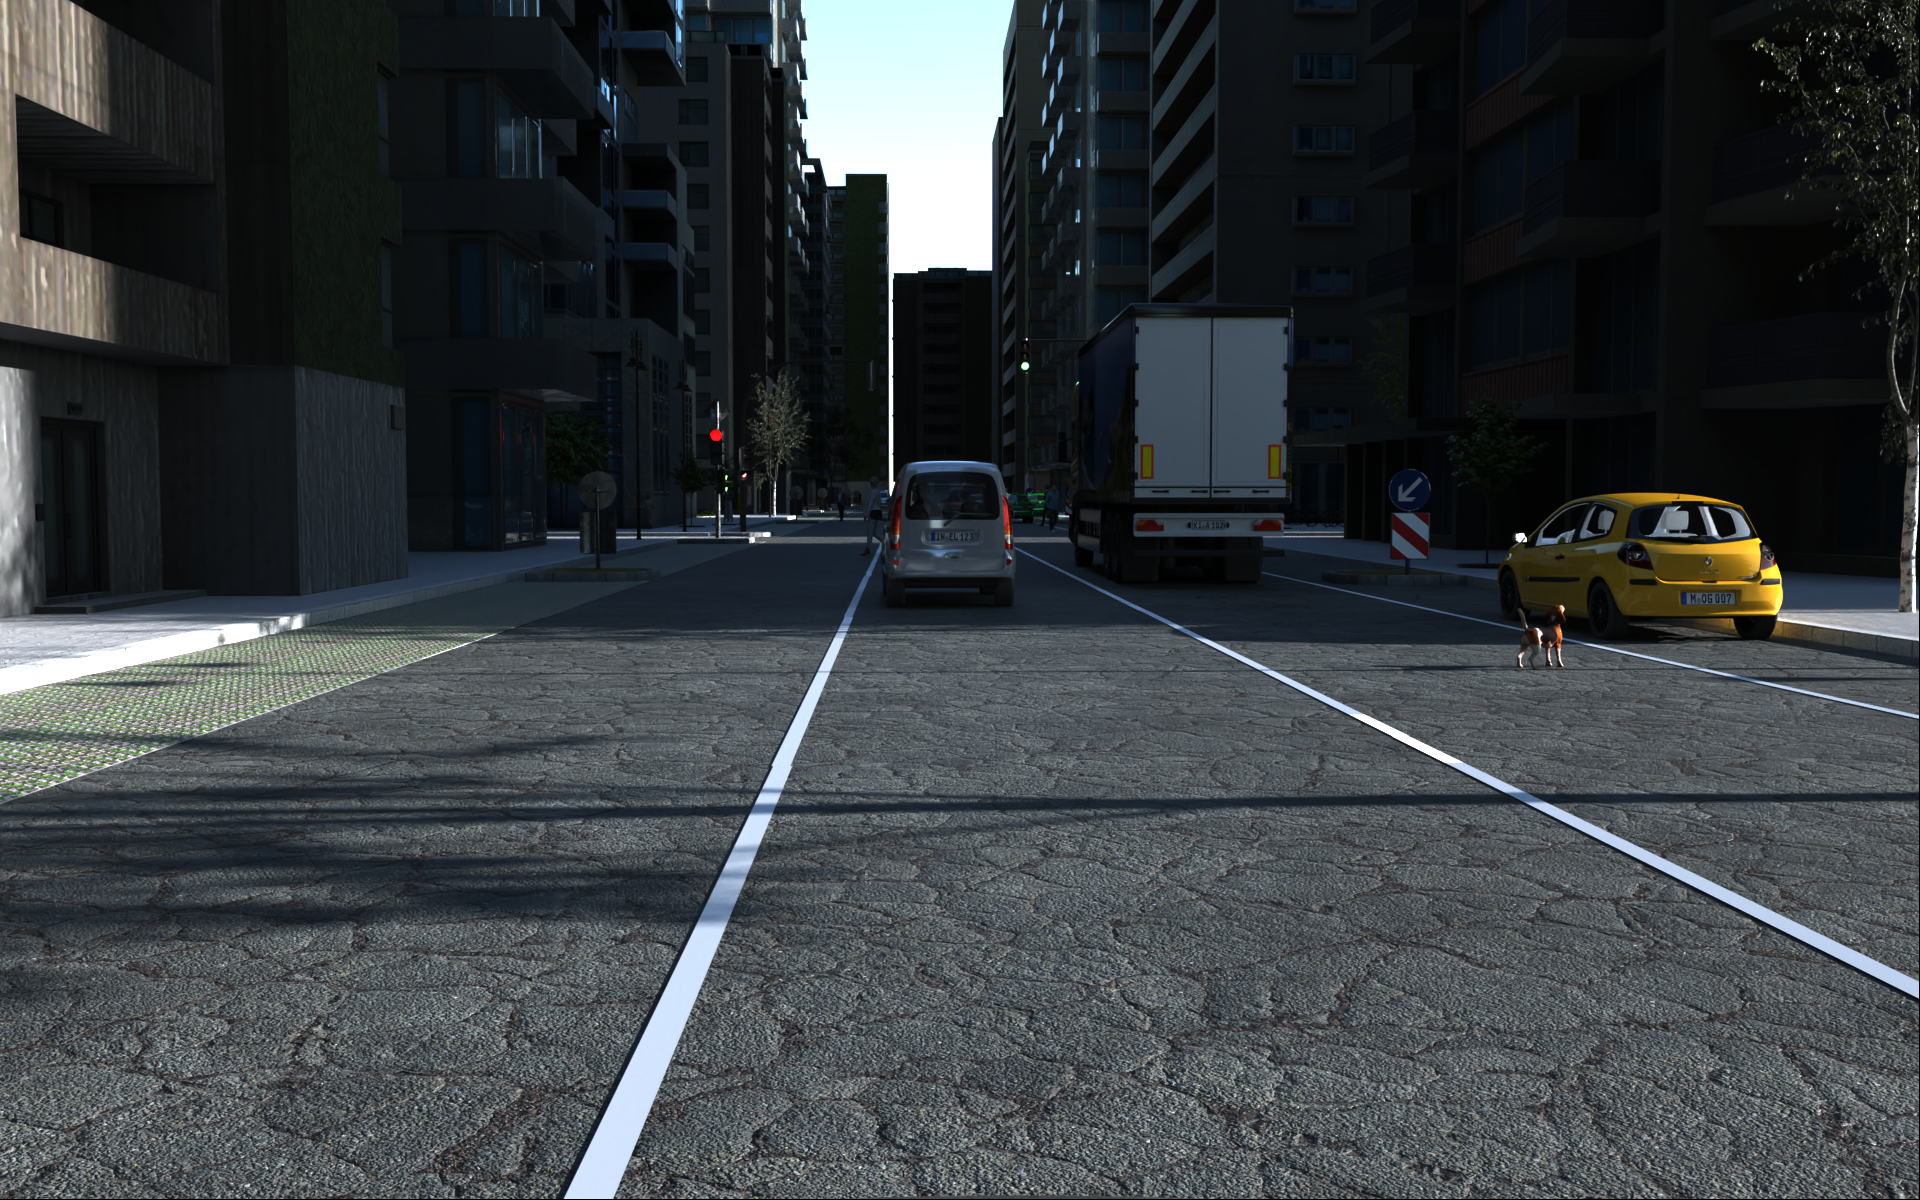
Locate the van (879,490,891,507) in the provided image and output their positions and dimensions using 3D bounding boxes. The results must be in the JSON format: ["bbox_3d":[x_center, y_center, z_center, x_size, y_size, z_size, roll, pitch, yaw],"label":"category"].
[{"bbox_3d":[-8.278,-10.950,186.047,2.013,2.044,4.112,0,4,-1],"label":"van"}]

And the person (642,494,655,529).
[{"bbox_3d":[-11.411,-3.250,63.460,0.475,1.303,0.640,-3,4,-39],"label":"person"}]

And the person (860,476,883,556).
[{"bbox_3d":[-1.950,-1.959,40.414,0.818,1.842,0.514,-1,4,-9],"label":"person"}]

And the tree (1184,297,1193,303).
[{"bbox_3d":[7.926,-7.042,65.491,4.360,8.622,3.978,0,3,0],"label":"tree"}]

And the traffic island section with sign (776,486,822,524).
[{"bbox_3d":[-7.815,-4.567,83.297,1.989,1.847,2.006,0,4,-2],"label":"traffic island section with sign"}]

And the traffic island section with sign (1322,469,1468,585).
[{"bbox_3d":[6.974,-1.193,28.138,1.989,1.847,2.006,0,4,-2],"label":"traffic island section with sign"}]

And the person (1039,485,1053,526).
[{"bbox_3d":[3.830,-4.185,76.697,0.755,1.850,0.659,3,5,44],"label":"person"}]

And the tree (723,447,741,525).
[{"bbox_3d":[-9.697,-4.701,71.468,1.663,3.219,1.824,0,3,0],"label":"tree"}]

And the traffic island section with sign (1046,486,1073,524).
[{"bbox_3d":[5.205,-4.592,83.700,1.989,1.847,2.006,0,4,-2],"label":"traffic island section with sign"}]

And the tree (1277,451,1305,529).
[{"bbox_3d":[11.684,-4.221,63.607,1.663,3.219,1.824,0,3,0],"label":"tree"}]

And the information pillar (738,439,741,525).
[{"bbox_3d":[-9.241,-4.989,72.923,0.183,3.616,0.504,1,4,8],"label":"information pillar"}]

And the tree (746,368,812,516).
[{"bbox_3d":[-10.778,-9.214,101.011,4.360,8.622,3.978,0,3,0],"label":"tree"}]

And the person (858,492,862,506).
[{"bbox_3d":[-11.051,-11.100,190.898,0.530,1.710,0.541,-1,4,-20],"label":"person"}]

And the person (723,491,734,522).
[{"bbox_3d":[-10.670,-4.468,79.647,0.519,1.759,0.362,2,4,32],"label":"person"}]

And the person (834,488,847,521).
[{"bbox_3d":[-6.295,-5.038,91.265,0.661,1.777,0.834,0,4,4],"label":"person"}]

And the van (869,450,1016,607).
[{"bbox_3d":[-0.214,-1.005,23.436,2.013,2.044,4.112,0,4,-4],"label":"van"}]

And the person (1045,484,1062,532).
[{"bbox_3d":[3.471,-3.443,64.817,0.660,1.820,0.620,-2,4,-35],"label":"person"}]

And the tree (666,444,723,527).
[{"bbox_3d":[-10.393,-4.447,67.303,1.663,3.219,1.824,0,3,0],"label":"tree"}]

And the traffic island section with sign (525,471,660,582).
[{"bbox_3d":[-6.080,-1.243,28.958,1.989,1.847,2.006,0,4,-2],"label":"traffic island section with sign"}]

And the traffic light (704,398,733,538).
[{"bbox_3d":[-7.063,-3.771,50.581,0.839,4.253,0.868,0,4,-2],"label":"traffic light"}]

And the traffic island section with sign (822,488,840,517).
[{"bbox_3d":[-8.673,-6.215,110.238,1.989,1.847,2.006,0,4,-2],"label":"traffic island section with sign"}]

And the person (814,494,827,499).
[{"bbox_3d":[-13.865,-10.106,172.004,1.217,1.735,0.721,0,4,-6],"label":"person"}]

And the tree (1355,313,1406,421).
[{"bbox_3d":[16.396,-6.838,62.165,4.737,8.622,4.395,0,3,0],"label":"tree"}]

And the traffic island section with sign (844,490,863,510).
[{"bbox_3d":[-10.270,-9.284,160.414,1.989,1.847,2.006,0,4,-2],"label":"traffic island section with sign"}]

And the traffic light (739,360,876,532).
[{"bbox_3d":[-5.229,-5.137,58.663,4.771,5.953,1.251,0,4,-2],"label":"traffic light"}]

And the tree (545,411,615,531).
[{"bbox_3d":[-13.966,-4.753,61.423,4.285,4.588,4.351,0,3,0],"label":"tree"}]

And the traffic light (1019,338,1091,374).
[{"bbox_3d":[4.103,-4.657,50.810,4.771,5.953,1.251,0,4,-2],"label":"traffic light"}]

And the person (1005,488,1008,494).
[{"bbox_3d":[2.555,-5.435,97.913,0.362,1.759,0.519,0,4,6],"label":"person"}]

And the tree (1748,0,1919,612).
[{"bbox_3d":[10.539,-4.172,18.568,4.360,8.622,3.978,0,3,0],"label":"tree"}]

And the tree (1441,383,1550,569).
[{"bbox_3d":[9.174,-2.183,30.299,1.663,3.219,1.824,0,3,0],"label":"tree"}]

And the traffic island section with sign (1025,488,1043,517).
[{"bbox_3d":[4.337,-6.239,110.642,1.989,1.847,2.006,0,4,-2],"label":"traffic island section with sign"}]
